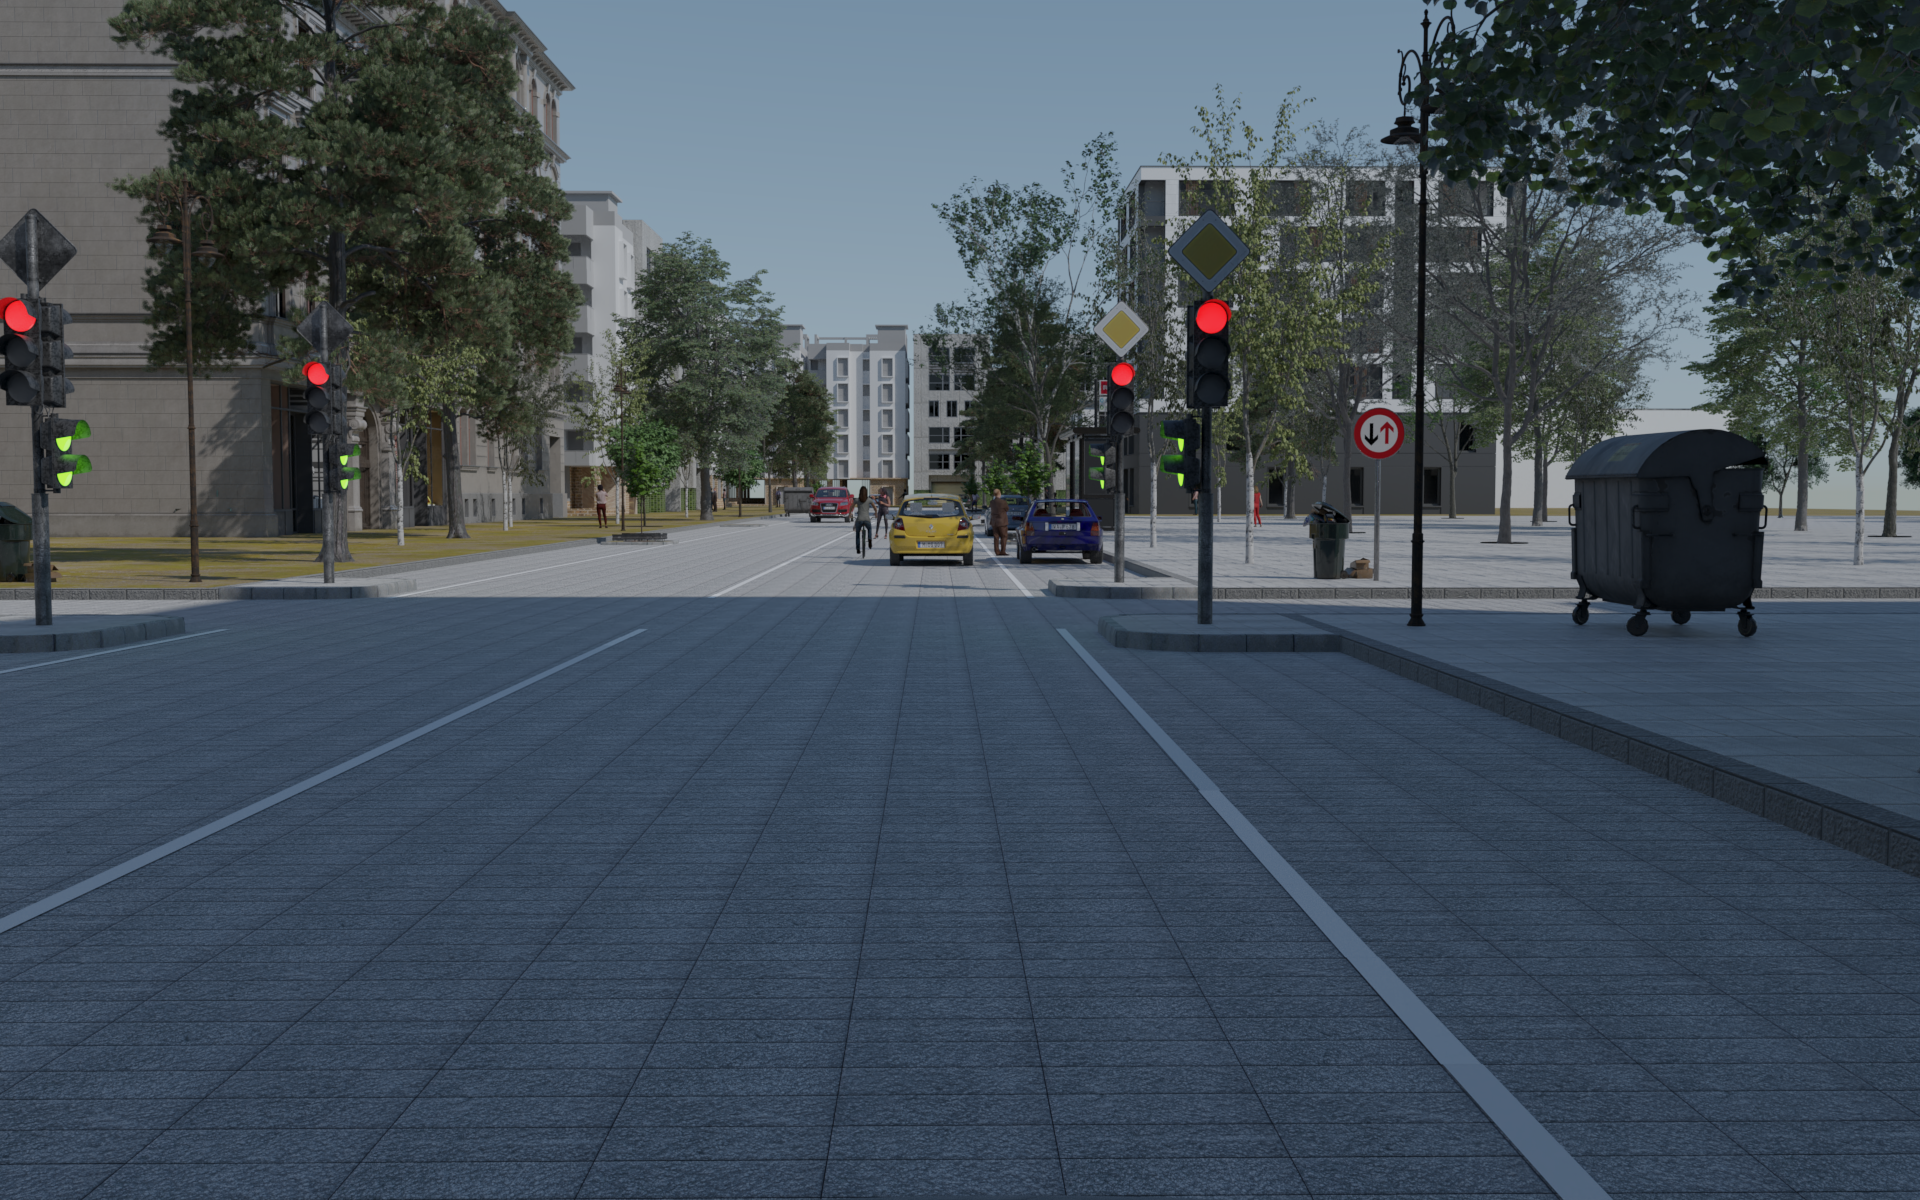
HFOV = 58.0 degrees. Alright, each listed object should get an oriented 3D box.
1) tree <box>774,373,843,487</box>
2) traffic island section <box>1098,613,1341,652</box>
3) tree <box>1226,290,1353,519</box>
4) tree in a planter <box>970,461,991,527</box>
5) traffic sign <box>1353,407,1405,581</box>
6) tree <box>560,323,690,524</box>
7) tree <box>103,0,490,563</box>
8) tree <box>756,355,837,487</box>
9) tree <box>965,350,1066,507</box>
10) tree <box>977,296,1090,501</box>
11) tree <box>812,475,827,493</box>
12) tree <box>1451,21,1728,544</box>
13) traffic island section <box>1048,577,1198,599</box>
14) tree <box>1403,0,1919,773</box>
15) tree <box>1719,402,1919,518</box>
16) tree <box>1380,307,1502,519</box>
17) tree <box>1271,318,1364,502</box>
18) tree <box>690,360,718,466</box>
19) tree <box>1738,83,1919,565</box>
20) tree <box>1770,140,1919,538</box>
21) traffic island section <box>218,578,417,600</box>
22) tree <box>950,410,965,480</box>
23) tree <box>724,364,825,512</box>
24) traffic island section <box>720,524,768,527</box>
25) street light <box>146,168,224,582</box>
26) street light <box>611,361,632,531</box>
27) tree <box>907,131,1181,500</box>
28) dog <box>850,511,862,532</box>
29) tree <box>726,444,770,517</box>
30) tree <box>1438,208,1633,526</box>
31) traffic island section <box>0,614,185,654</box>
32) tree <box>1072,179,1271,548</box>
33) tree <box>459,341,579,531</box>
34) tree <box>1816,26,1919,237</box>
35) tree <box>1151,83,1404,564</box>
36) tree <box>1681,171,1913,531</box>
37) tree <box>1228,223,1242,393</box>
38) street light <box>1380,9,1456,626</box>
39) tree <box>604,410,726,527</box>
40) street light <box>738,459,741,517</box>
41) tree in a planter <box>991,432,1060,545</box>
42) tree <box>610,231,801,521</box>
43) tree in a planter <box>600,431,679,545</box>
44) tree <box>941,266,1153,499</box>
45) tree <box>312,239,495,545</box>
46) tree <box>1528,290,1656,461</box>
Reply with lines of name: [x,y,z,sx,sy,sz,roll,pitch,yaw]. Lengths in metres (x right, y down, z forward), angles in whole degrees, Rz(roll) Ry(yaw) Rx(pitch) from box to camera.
tree: [-14.508,-14.906,161.833,7.486,12.596,7.792,0,3,0]
traffic island section: [2.445,0.315,17.135,2.009,0.180,2.903,0,4,-1]
tree: [17.068,-10.214,89.055,6.751,12.117,7.091,0,3,0]
tree in a planter: [1.580,-4.880,77.004,1.991,3.239,1.994,0,4,-1]
traffic sign: [6.156,-1.555,25.537,0.768,2.556,0.104,0,3,0]
tree: [-14.948,-7.593,74.510,4.737,8.622,4.395,0,3,0]
tree: [-11.575,-7.653,32.552,7.806,13.903,7.818,0,3,0]
tree: [-12.860,-12.986,134.372,6.751,12.117,7.091,0,3,0]
tree: [4.219,-12.145,120.633,6.751,12.117,7.091,0,3,0]
tree: [4.760,-12.405,110.250,7.806,13.903,7.818,0,3,0]
tree: [-14.403,-11.062,175.460,1.663,3.219,1.824,0,3,0]
tree: [14.211,-8.195,44.366,12.009,13.543,11.850,0,3,0]
traffic island section: [2.331,-0.174,25.120,2.009,0.180,2.903,0,4,-1]
tree: [4.731,-6.150,7.213,9.857,13.997,8.962,0,3,0]
tree: [51.753,-7.897,92.030,20.602,7.101,11.467,-1,4,-18]
tree: [25.645,-10.046,90.007,9.928,11.665,9.643,0,3,0]
tree: [15.085,-7.441,72.027,4.360,8.622,3.978,0,3,0]
tree: [-14.924,-8.816,94.504,4.737,8.622,4.395,0,3,0]
tree: [16.109,-4.921,30.828,4.360,8.622,3.978,0,3,0]
tree: [27.677,-7.656,50.935,9.928,11.665,9.643,0,3,0]
traffic island section: [-9.109,-0.164,24.963,2.009,0.180,2.903,0,4,-1]
tree: [2.424,-15.616,177.374,6.751,12.117,7.091,0,3,0]
tree: [-13.129,-11.409,120.955,8.767,10.594,7.601,1,4,16]
traffic island section: [-9.517,-3.286,76.590,1.991,0.108,1.994,0,4,-1]
street light: [-11.132,-3.196,25.043,0.468,5.910,1.993,0,4,-1]
street light: [-11.745,-5.347,60.212,0.468,5.910,1.993,0,4,-1]
tree: [5.215,-14.371,90.847,12.611,20.169,13.585,0,3,0]
dog: [-3.994,-2.998,65.849,0.800,0.831,0.513,-2,4,-29]
tree: [-12.541,-7.081,99.496,4.285,4.588,4.351,0,3,0]
tree: [22.936,-9.255,69.443,7.486,12.596,7.792,0,3,0]
traffic island section: [-8.996,0.324,16.978,2.009,0.180,2.903,0,4,-1]
tree: [4.880,-5.563,41.318,4.360,8.622,3.978,0,3,0]
tree: [-17.310,-7.155,67.348,4.360,8.622,3.978,0,3,0]
tree: [10.276,-3.994,15.665,4.737,8.622,4.395,0,3,0]
tree: [5.544,-4.967,31.571,4.737,8.622,4.395,0,3,0]
tree: [29.122,-8.693,60.260,7.486,12.596,7.792,0,3,0]
tree: [12.616,-8.929,56.364,12.009,13.543,11.850,0,3,0]
street light: [4.443,-2.685,16.686,0.468,5.910,1.993,0,4,-1]
tree: [-12.394,-5.168,68.207,4.285,4.588,4.351,0,3,0]
street light: [-12.187,-7.516,95.679,0.468,5.910,1.993,0,4,-1]
tree in a planter: [1.979,-3.209,49.686,1.991,3.239,1.994,0,4,-1]
tree: [-12.325,-10.837,83.838,9.857,13.997,8.962,0,3,0]
tree in a planter: [-9.130,-3.201,49.553,1.991,3.239,1.994,0,4,-1]
tree: [3.723,-8.310,70.283,8.767,10.594,7.601,-1,4,-15]
tree: [-13.794,-5.680,43.236,4.737,8.622,4.395,0,3,0]
tree: [22.253,-6.782,61.252,4.360,8.622,3.978,0,3,0]
